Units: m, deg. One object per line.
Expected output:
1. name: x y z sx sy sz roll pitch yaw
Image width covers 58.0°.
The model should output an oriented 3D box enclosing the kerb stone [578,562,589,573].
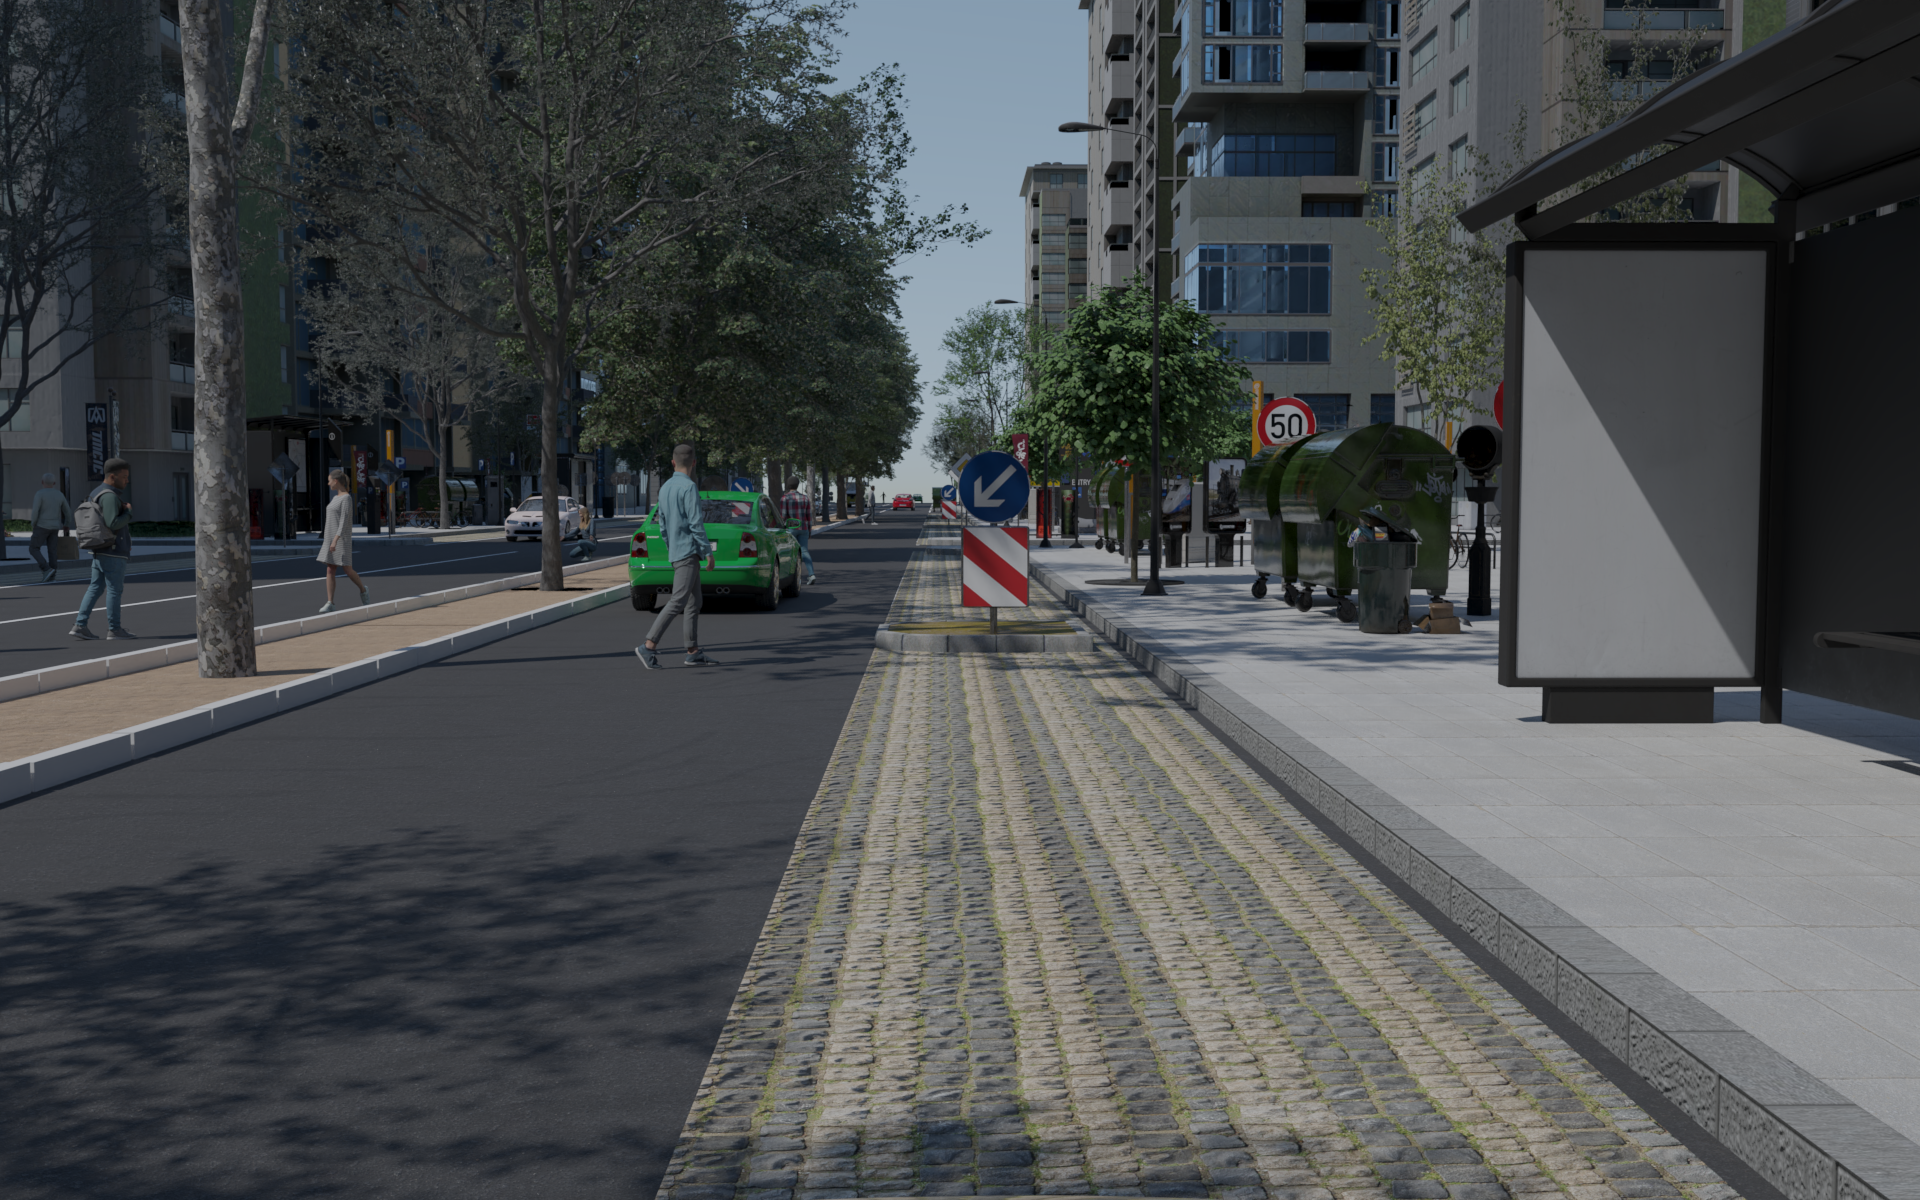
1. kerb stone: -6.924 -0.562 31.383 0.120 0.150 1.000 0 4 -1

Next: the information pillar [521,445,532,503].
1. information pillar: -20.599 -5.557 82.219 0.504 3.616 0.183 -2 4 -25

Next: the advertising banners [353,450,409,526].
1. advertising banners: -23.329 -4.501 69.774 2.074 3.025 0.090 -1 4 -14

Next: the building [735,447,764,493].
1. building: -39.017 -36.166 274.902 14.154 41.232 14.086 0 4 -1

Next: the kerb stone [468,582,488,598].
1. kerb stone: -6.819 -0.123 24.209 0.120 0.150 1.000 0 4 -1

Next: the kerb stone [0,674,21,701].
1. kerb stone: -6.656 0.633 11.911 0.120 0.150 1.000 0 4 -1

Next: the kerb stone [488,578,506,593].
1. kerb stone: -6.836 -0.186 25.231 0.120 0.150 1.000 0 4 -1

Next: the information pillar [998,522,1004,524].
1. information pillar: 1.681 -4.281 74.489 0.304 2.012 0.304 -3 4 -36

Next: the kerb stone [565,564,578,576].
1. kerb stone: -6.912 -0.499 30.358 0.120 0.150 1.000 0 4 -1

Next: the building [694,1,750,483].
1. building: -42.010 -50.028 256.205 20.563 71.187 20.611 0 4 -1

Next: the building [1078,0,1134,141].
1. building: 26.348 -34.977 161.111 28.713 52.752 27.495 0 4 -1

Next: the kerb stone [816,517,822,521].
1. kerb stone: -7.813 -4.534 96.434 0.120 0.150 1.000 0 4 -1

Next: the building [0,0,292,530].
1. building: -35.313 -23.370 65.691 14.154 41.232 14.086 0 4 -1

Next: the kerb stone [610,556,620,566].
1. kerb stone: -6.958 -0.749 34.456 0.120 0.150 1.000 0 4 -1

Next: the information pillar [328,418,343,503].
1. information pillar: -19.275 -3.801 53.495 0.504 3.616 0.183 1 4 21

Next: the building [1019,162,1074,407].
1. building: 24.151 -41.655 270.302 28.713 52.752 27.495 0 4 -1

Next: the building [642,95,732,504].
1. building: -42.978 -42.215 232.211 21.231 58.520 28.212 0 4 -1

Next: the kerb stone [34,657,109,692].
1. kerb stone: -6.673 0.566 12.934 0.120 0.150 1.000 0 4 -1

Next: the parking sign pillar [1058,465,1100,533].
1. parking sign pillar: 3.946 -4.195 57.055 1.447 3.967 1.447 2 4 32

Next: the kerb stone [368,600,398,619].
1. kerb stone: -6.770 0.128 20.103 0.120 0.150 1.000 0 4 -1

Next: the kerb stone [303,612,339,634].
1. kerb stone: -6.735 0.257 18.057 0.120 0.150 1.000 0 4 -1

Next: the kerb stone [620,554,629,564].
1. kerb stone: -6.980 -0.812 35.478 0.120 0.150 1.000 0 4 -1

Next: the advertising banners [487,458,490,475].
1. advertising banners: -22.812 -5.409 84.625 0.090 3.025 2.074 0 4 1

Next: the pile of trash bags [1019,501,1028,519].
1. pile of trash bags: 3.774 -4.854 89.118 1.912 1.369 3.447 -1 4 -19

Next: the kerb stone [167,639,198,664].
1. kerb stone: -6.693 0.443 14.978 0.120 0.150 1.000 0 4 -1

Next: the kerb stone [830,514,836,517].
1. kerb stone: -7.989 -5.294 108.760 0.120 0.150 1.000 0 4 -1

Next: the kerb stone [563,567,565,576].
1. kerb stone: -6.897 -0.436 29.328 0.120 0.150 1.000 0 4 -1

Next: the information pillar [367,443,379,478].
1. information pillar: -26.710 -5.348 78.787 0.504 3.616 0.183 -2 4 -25

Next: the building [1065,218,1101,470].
1. building: 17.949 -25.159 183.047 14.160 30.474 14.107 0 4 -1

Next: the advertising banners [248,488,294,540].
1. advertising banners: -19.652 -3.188 48.306 2.074 3.025 0.090 0 4 1

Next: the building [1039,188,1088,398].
1. building: 17.613 -33.654 233.830 14.154 41.232 14.086 0 4 -1

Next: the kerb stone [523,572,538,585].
1. kerb stone: -6.866 -0.311 27.279 0.120 0.150 1.000 0 4 -1

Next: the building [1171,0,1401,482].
1. building: 21.231 -48.337 102.979 22.319 86.520 31.000 0 4 -1

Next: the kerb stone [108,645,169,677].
1. kerb stone: -6.678 0.506 13.956 0.120 0.150 1.000 0 4 -1

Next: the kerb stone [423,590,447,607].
1. kerb stone: -6.800 0.003 22.153 0.120 0.150 1.000 0 4 -1

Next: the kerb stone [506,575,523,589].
1. kerb stone: -6.850 -0.248 26.253 0.120 0.150 1.000 0 4 -1

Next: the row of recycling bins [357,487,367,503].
1. row of recycling bins: -29.273 -4.471 80.209 3.534 1.692 1.069 -1 4 -15

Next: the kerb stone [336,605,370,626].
1. kerb stone: -6.754 0.191 19.079 0.120 0.150 1.000 0 4 -1

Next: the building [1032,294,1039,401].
1. building: 17.228 -29.231 249.632 14.160 30.474 14.107 0 4 -1

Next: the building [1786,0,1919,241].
1. building: 20.910 -13.727 17.939 14.314 27.812 24.014 0 4 -1

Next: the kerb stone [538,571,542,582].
1. kerb stone: -6.878 -0.373 28.301 0.120 0.150 1.000 0 4 -1

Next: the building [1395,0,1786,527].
1. building: 26.131 -23.548 68.601 14.086 41.232 14.154 0 4 -1

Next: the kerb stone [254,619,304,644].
1. kerb stone: -6.726 0.316 17.033 0.120 0.150 1.000 0 4 -1

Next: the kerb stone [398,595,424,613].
1. kerb stone: -6.779 0.065 21.131 0.120 0.150 1.000 0 4 -1

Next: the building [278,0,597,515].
1. building: -41.771 -29.590 138.418 22.147 44.769 28.867 0 4 -1

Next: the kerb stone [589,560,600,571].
1. kerb stone: -6.935 -0.622 32.406 0.120 0.150 1.000 0 4 -1

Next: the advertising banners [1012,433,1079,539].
1. advertising banners: 2.442 -3.275 49.738 2.074 3.025 0.090 2 4 24

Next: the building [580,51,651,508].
1. building: -42.015 -52.254 167.021 22.319 86.520 31.000 0 4 -1

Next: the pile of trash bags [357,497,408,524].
1. pile of trash bags: -25.189 -3.915 73.769 3.447 1.369 1.912 0 4 7

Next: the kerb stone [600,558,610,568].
1. kerb stone: -6.953 -0.686 33.429 0.120 0.150 1.000 0 4 -1

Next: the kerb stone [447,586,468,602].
1. kerb stone: -6.810 -0.060 23.178 0.120 0.150 1.000 0 4 -1

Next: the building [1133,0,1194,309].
1. building: 22.850 -42.706 136.490 20.563 71.187 20.611 0 4 -1
